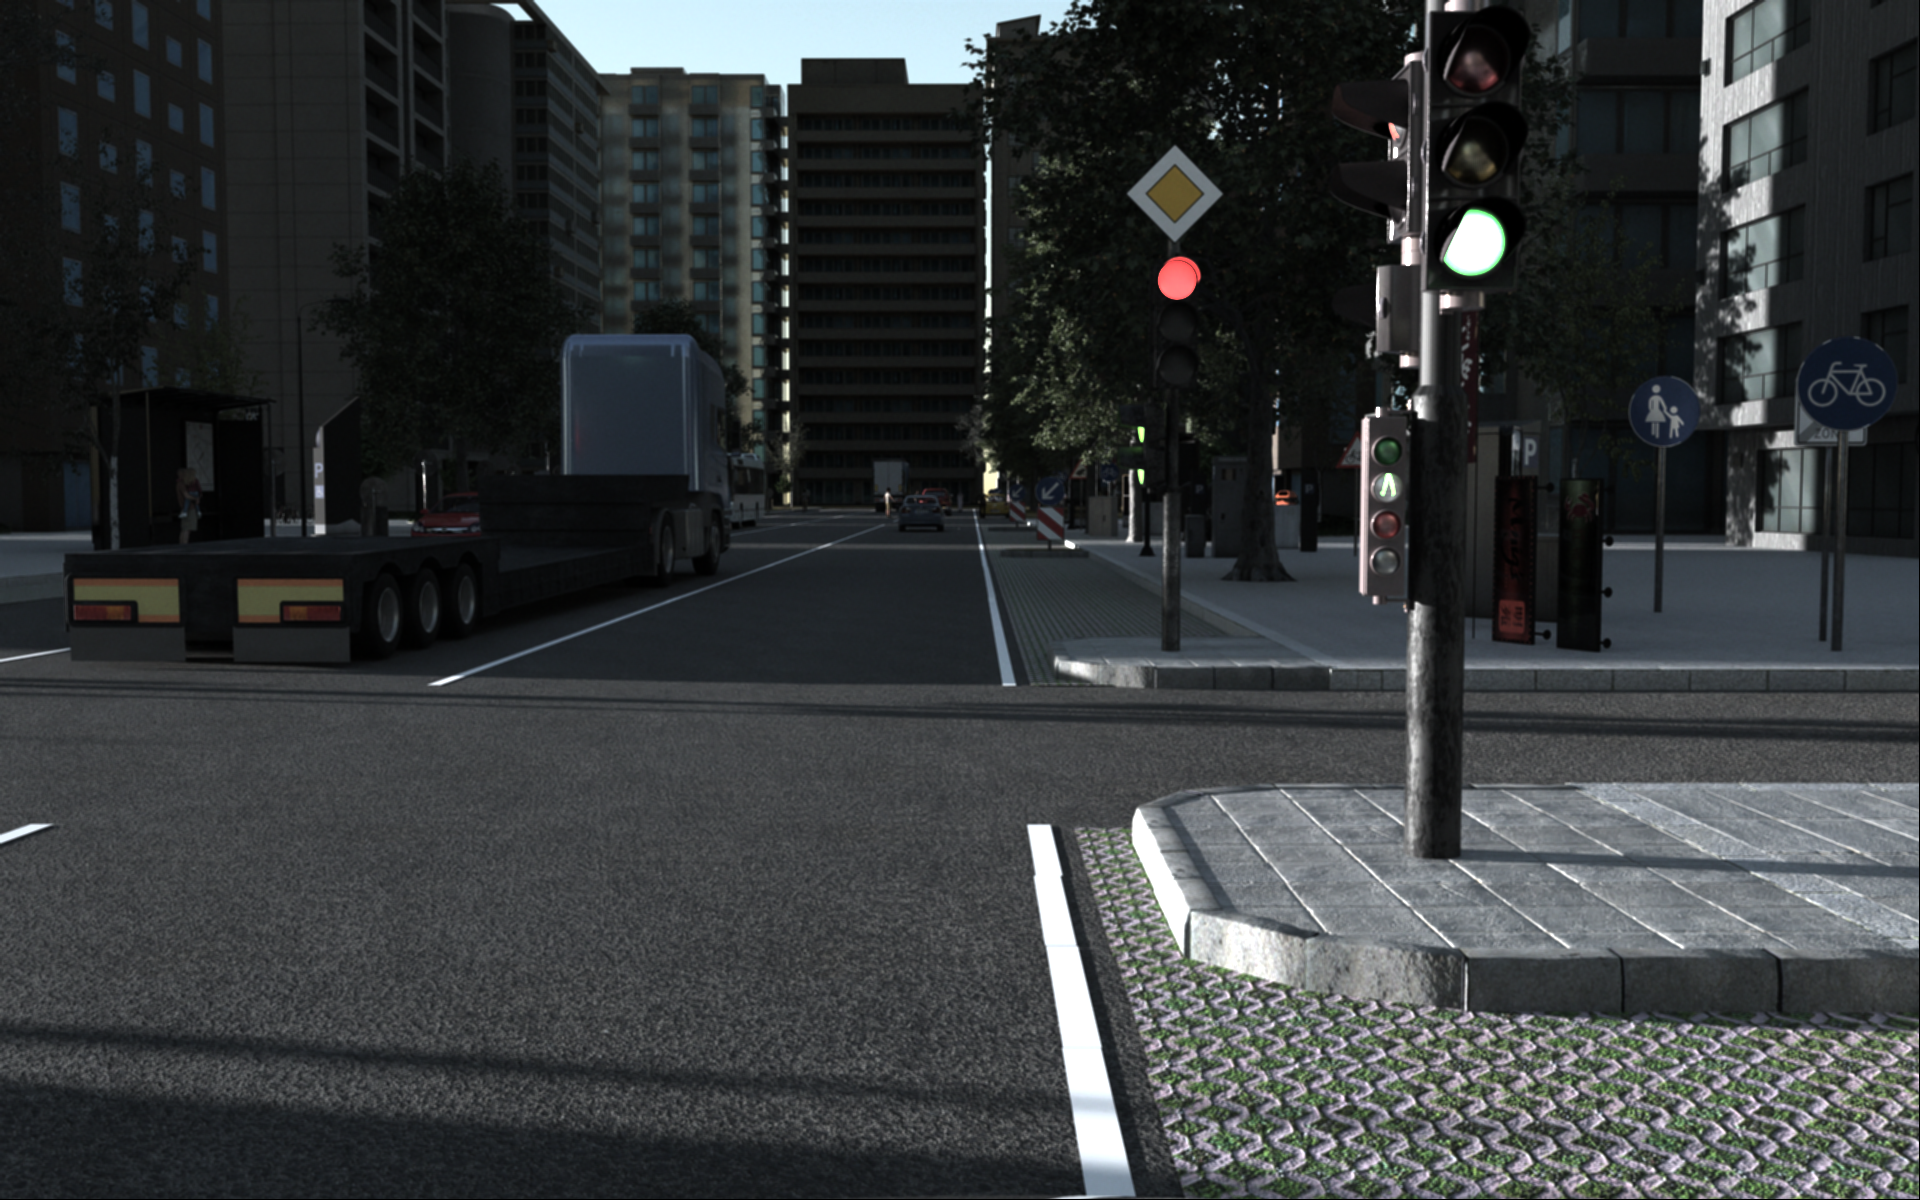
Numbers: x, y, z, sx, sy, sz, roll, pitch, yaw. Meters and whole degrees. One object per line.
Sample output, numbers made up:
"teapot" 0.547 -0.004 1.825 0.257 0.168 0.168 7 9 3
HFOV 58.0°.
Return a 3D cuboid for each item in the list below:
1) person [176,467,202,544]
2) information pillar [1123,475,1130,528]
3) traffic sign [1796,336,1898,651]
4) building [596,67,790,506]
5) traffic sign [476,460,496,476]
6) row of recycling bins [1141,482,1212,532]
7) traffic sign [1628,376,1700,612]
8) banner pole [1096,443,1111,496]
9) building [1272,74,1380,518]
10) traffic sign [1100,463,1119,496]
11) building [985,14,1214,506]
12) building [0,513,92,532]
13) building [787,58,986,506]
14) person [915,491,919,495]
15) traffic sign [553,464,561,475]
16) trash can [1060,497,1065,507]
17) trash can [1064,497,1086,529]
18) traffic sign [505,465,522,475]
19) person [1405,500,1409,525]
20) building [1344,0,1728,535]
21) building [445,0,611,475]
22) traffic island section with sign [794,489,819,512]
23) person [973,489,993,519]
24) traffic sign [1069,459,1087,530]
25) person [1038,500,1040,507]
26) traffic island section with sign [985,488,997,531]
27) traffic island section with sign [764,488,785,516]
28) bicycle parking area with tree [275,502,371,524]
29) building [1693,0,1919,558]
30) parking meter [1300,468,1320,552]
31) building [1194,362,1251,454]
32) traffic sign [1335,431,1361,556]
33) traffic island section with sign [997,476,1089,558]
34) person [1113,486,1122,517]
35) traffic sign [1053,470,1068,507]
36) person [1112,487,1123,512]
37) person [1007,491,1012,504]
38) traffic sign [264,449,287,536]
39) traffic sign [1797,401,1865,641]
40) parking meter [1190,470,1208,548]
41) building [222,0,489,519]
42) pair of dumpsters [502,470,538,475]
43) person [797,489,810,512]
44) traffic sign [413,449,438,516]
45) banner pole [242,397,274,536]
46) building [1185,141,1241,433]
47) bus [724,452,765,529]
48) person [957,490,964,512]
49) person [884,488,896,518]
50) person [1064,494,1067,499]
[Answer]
"person" -15.774 -1.797 35.393 0.580 1.828 0.573 1 4 11
"information pillar" 6.411 -3.777 66.251 0.304 2.012 0.304 2 4 24
"traffic sign" 7.174 -0.856 14.096 0.768 2.556 0.104 1 4 10
"building" -33.908 -35.337 197.364 30.456 49.044 23.786 0 4 0
"traffic sign" -17.798 -3.969 64.997 0.768 2.556 0.104 0 4 6
"row of recycling bins" 7.535 -3.165 58.867 3.534 1.692 1.069 3 5 41
"traffic sign" 7.583 -1.140 18.740 0.768 2.556 0.104 0 4 1
"banner pole" 6.091 -5.153 74.275 0.863 3.779 0.401 2 4 26
"building" 25.156 -27.408 98.237 14.600 45.320 14.200 0 4 0
"traffic sign" 6.066 -4.290 70.250 0.768 2.556 0.104 1 4 9
"building" 16.686 -37.361 200.091 27.495 52.752 28.713 0 4 0
"building" -36.986 -25.275 63.350 14.600 45.320 14.200 0 4 0
"building" -7.883 -35.055 196.852 21.600 48.544 21.300 0 4 0
"person" -3.743 -8.882 154.251 0.617 1.759 0.750 0 4 5
"traffic sign" -16.874 -4.490 73.522 0.768 2.556 0.104 0 4 1
"trash can" 4.642 -3.882 75.121 0.748 1.137 0.748 0 3 0
"trash can" 4.495 -3.234 64.527 0.748 1.137 0.748 0 3 0
"traffic sign" -19.805 -4.694 76.848 0.768 2.556 0.104 0 4 6
"person" 15.597 -3.079 60.638 0.590 1.304 0.306 2 4 32
"building" 28.605 -27.297 65.913 23.786 49.044 30.456 0 4 0
"building" -41.205 -27.135 135.534 23.993 40.220 32.217 0 4 0
"traffic island section with sign" -12.661 -8.234 143.249 1.989 1.847 2.006 0 4 0
"person" 1.331 -5.615 101.020 1.217 1.735 0.721 -1 4 -14
"traffic sign" 4.277 -3.739 61.136 0.884 2.594 0.081 0 4 5
"person" 6.953 -8.900 152.338 1.217 1.735 0.721 2 4 28
"traffic island section with sign" 2.080 -3.557 66.783 1.989 1.847 2.006 0 4 0
"traffic island section with sign" -12.828 -6.585 116.294 1.989 1.847 2.006 0 4 0
"bicycle parking area with tree" -30.881 -5.500 76.920 8.231 4.147 9.016 1 4 16
"building" 25.122 -16.145 35.677 14.107 30.474 14.160 0 4 0
"parking meter" 7.786 -2.007 38.518 0.399 1.863 0.255 1 4 17
"building" 29.611 -49.354 119.614 22.319 86.520 31.000 0 4 0
"traffic sign" 8.145 -2.177 35.597 0.884 2.594 0.081 0 4 2
"traffic island section with sign" 1.921 -1.896 39.630 1.989 1.847 2.006 0 4 0
"person" 8.878 -5.540 97.346 0.721 1.736 1.217 -1 4 -10
"traffic sign" 4.946 -5.234 85.676 0.768 2.556 0.104 0 4 6
"person" 11.578 -7.402 127.054 1.348 1.826 0.705 2 4 31
"person" 4.567 -9.289 158.579 0.551 1.740 0.621 -2 4 -28
"traffic sign" -19.330 -2.976 48.768 0.768 2.556 0.104 0 4 6
"traffic sign" 7.530 -0.790 15.045 0.606 2.300 0.079 0 4 3
"parking meter" 5.731 -2.189 41.496 0.399 1.863 0.255 0 4 0
"building" -38.728 -40.377 98.410 20.563 71.187 20.611 0 4 0
"pair of dumpsters" -17.676 -4.080 69.209 1.574 2.255 4.437 0 4 0
"person" -12.203 -7.766 135.478 0.705 1.824 1.348 3 5 41
"traffic sign" -15.258 -3.017 49.439 0.768 2.556 0.104 0 4 7
"banner pole" -18.017 -3.342 44.665 0.863 3.779 0.401 -3 4 -37
"building" 25.644 -22.777 144.110 14.160 30.474 14.107 0 4 0
"bus" -10.256 -4.821 73.677 2.948 3.499 13.247 0 4 -1
"person" 0.045 -7.837 137.311 0.551 1.740 0.621 0 4 3
"person" -4.308 -5.921 105.313 0.705 1.824 1.348 -2 4 -31
"person" 10.154 -9.787 169.460 0.756 1.711 0.436 -3 5 -40
